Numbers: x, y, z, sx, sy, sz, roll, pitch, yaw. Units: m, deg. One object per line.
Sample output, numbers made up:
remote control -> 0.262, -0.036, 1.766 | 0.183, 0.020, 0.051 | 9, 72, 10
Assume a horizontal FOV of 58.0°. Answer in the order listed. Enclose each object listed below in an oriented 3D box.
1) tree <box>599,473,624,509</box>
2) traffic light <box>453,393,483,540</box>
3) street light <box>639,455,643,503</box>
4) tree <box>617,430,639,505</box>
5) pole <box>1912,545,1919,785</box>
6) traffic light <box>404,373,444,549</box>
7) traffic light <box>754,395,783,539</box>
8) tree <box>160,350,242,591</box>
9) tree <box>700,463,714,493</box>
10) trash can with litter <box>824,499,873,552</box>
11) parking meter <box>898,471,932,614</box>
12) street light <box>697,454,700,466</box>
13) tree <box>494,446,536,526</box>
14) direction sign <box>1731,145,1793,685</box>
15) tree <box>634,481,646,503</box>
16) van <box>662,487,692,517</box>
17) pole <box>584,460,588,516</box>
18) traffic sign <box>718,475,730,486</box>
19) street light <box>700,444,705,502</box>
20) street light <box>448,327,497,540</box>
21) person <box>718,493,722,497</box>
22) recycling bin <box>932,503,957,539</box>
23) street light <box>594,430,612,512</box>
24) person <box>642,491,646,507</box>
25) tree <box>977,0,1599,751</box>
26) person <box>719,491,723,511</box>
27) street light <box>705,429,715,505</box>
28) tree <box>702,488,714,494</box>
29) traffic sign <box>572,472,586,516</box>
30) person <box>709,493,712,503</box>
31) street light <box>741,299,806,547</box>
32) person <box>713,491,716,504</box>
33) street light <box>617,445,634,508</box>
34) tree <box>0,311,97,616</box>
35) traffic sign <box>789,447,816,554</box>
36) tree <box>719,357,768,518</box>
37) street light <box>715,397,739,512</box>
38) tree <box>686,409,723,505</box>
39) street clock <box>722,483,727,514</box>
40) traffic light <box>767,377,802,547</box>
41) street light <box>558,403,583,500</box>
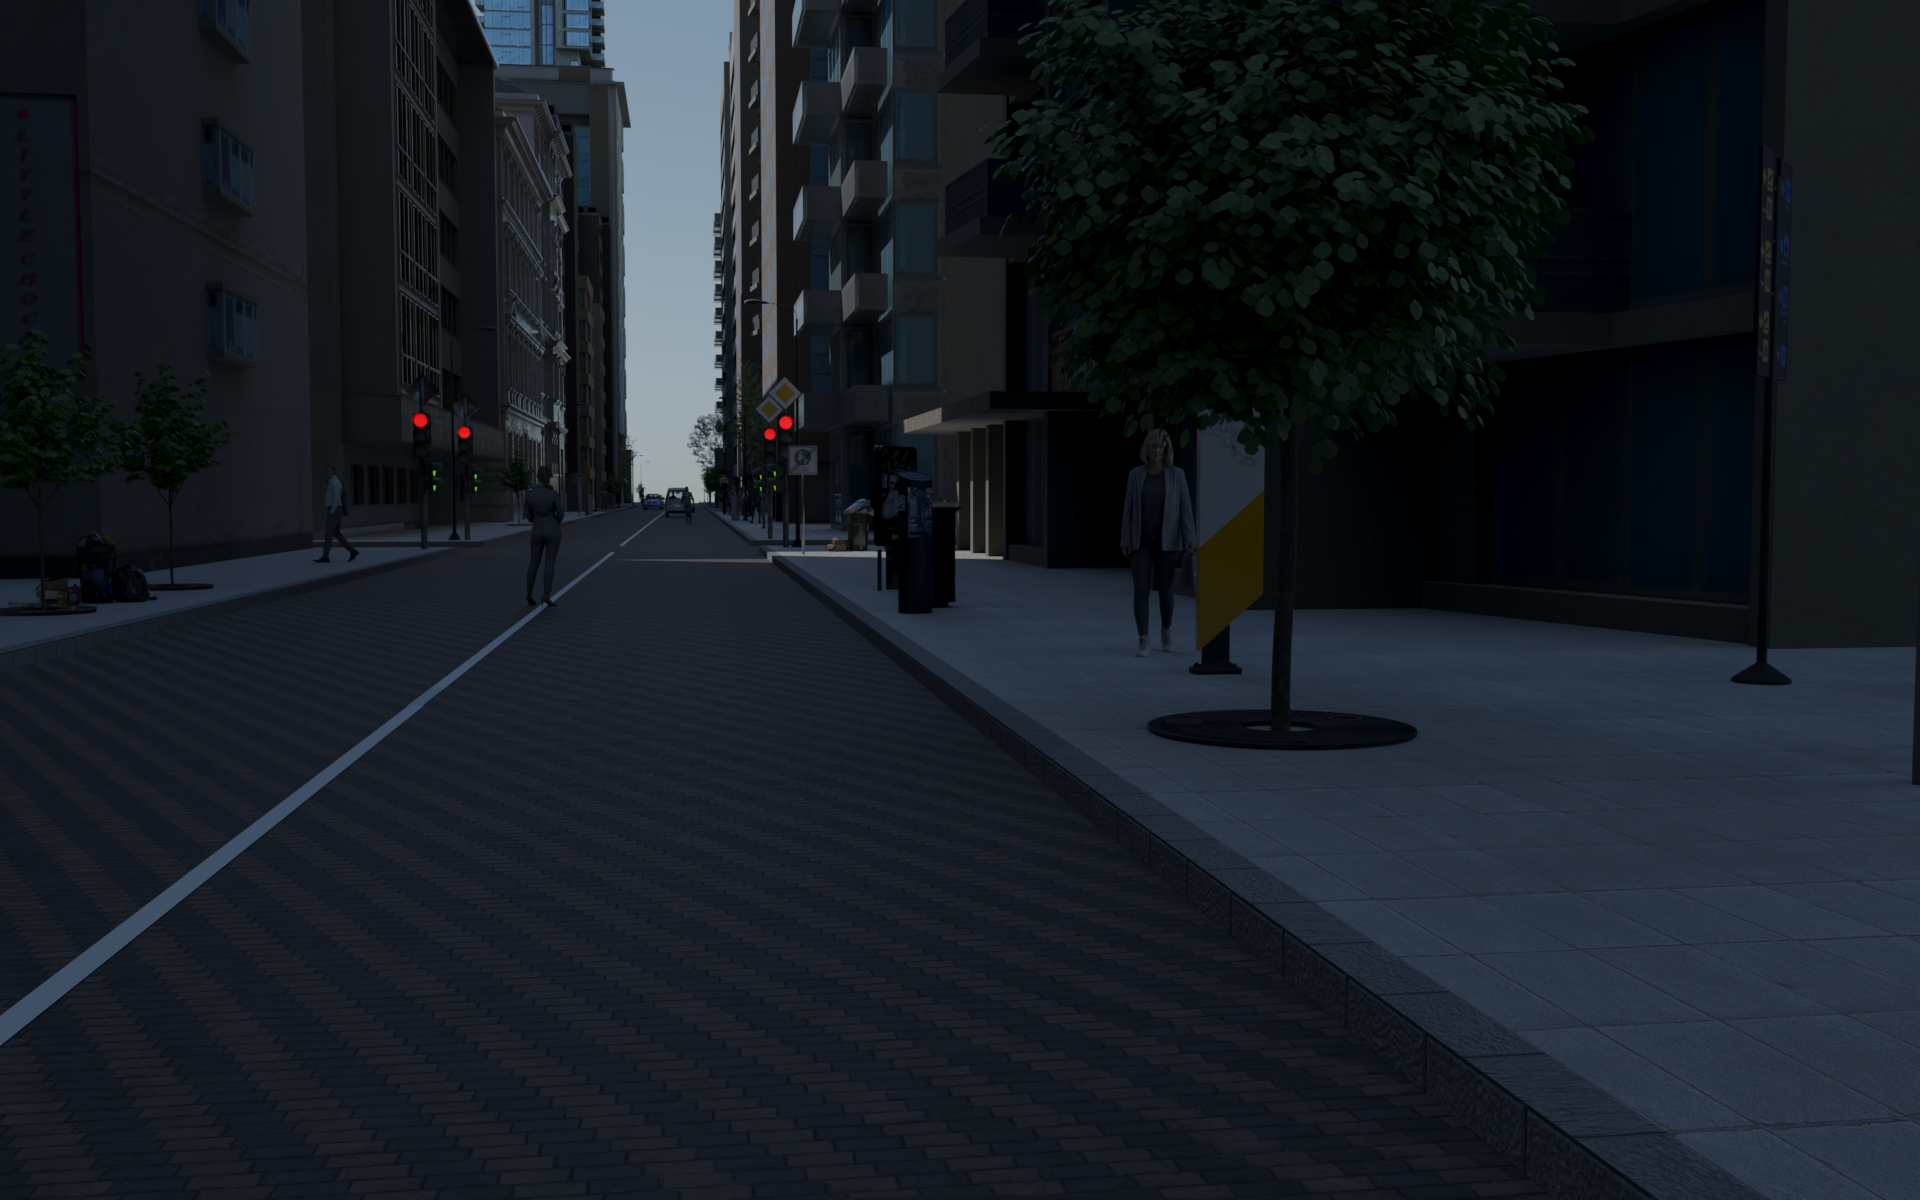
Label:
tree -> -29.843, -9.403, 148.336 | 1.663, 3.219, 1.824 | 0, 3, 0
traffic light -> -13.710, -3.623, 48.155 | 0.839, 4.253, 0.868 | -1, 4, -9
street light -> -38.413, -14.297, 206.303 | 1.470, 5.913, 1.316 | -1, 4, -9
tree -> -38.722, -15.104, 197.313 | 4.737, 8.622, 4.395 | 0, 3, 0
pole -> 4.304, -0.840, 7.572 | 0.158, 3.312, 0.155 | 0, 3, 0
traffic light -> -12.468, -3.140, 40.267 | 0.839, 4.253, 0.868 | -1, 4, -9
traffic light -> -5.453, -3.703, 49.466 | 0.839, 4.253, 0.868 | -1, 4, -9
tree -> -10.784, -1.756, 23.308 | 1.663, 3.219, 1.824 | 0, 3, 0
tree -> -23.507, -11.252, 167.679 | 4.285, 4.588, 4.351 | 0, 3, 0
trash can with litter -> -2.459, -1.674, 38.764 | 1.055, 1.170, 0.624 | -3, 4, -36
parking meter -> -0.483, -0.626, 18.651 | 0.372, 1.533, 0.369 | 0, 3, 0
street light -> -29.238, -13.867, 199.261 | 1.470, 5.913, 1.316 | -1, 4, -9
tree -> -18.090, -4.638, 70.439 | 1.663, 3.219, 1.824 | 0, 3, 0
direction sign -> 5.455, -1.204, 11.685 | 0.379, 3.537, 0.876 | 3, 4, 37
tree -> -47.382, -16.003, 256.250 | 1.663, 3.219, 1.824 | 0, 3, 0
van -> -17.773, -6.247, 109.141 | 2.013, 2.044, 4.112 | -1, 4, -10
pole -> -22.246, -6.684, 103.119 | 0.158, 3.312, 0.155 | 0, 3, 0
traffic sign -> -15.883, -7.122, 116.549 | 0.768, 2.556, 0.104 | 0, 4, -6
street light -> -22.838, -11.405, 159.018 | 1.470, 5.913, 1.316 | -1, 4, -9
street light -> -13.524, -4.620, 48.074 | 1.470, 5.913, 1.316 | -1, 4, -9
person -> -23.617, -10.251, 173.581 | 1.348, 1.831, 0.705 | 0, 4, 0
recycling bin -> -0.401, -2.309, 50.303 | 0.722, 1.027, 0.722 | 0, 4, 7
street light -> -25.735, -9.313, 124.802 | 1.470, 5.913, 1.316 | -1, 4, -9
person -> -34.996, -11.201, 192.161 | 0.750, 1.759, 0.617 | 1, 4, 15
tree -> 1.674, -1.557, 9.170 | 4.285, 4.588, 4.351 | 0, 3, 0
person -> -18.023, -7.687, 131.734 | 0.705, 1.823, 1.348 | 1, 4, 10
street light -> -17.245, -9.225, 123.369 | 1.470, 5.913, 1.316 | -1, 4, -9
tree -> -32.065, -13.819, 220.534 | 1.663, 3.219, 1.824 | 0, 3, 0
traffic sign -> -21.947, -6.094, 99.735 | 0.768, 2.556, 0.104 | 0, 4, -5
person -> -35.939, -14.851, 248.868 | 0.705, 1.822, 1.348 | -1, 4, -22
street light -> -4.443, -4.219, 41.529 | 1.470, 5.913, 1.316 | -1, 4, -9
person -> -29.631, -12.481, 210.822 | 1.217, 1.736, 0.721 | -3, 5, -43
street light -> -31.999, -11.770, 164.978 | 1.470, 5.913, 1.316 | -1, 4, -9
tree -> -9.864, -1.457, 18.420 | 1.663, 3.219, 1.824 | 0, 3, 0
traffic sign -> -3.329, -2.116, 36.723 | 0.606, 2.300, 0.079 | 0, 4, -1
tree -> -10.970, -8.728, 93.063 | 4.737, 8.622, 4.395 | 0, 3, 0
street light -> -10.802, -6.737, 82.686 | 1.470, 5.913, 1.316 | -1, 4, -9
tree -> -28.960, -17.250, 207.800 | 9.928, 11.665, 9.643 | 0, 3, 0
street clock -> -14.940, -6.436, 109.805 | 0.358, 2.002, 0.471 | 0, 4, 7
traffic light -> -4.211, -3.221, 41.578 | 0.839, 4.253, 0.868 | -1, 4, -9
street light -> -19.934, -7.094, 88.524 | 1.470, 5.913, 1.316 | -1, 4, -9
